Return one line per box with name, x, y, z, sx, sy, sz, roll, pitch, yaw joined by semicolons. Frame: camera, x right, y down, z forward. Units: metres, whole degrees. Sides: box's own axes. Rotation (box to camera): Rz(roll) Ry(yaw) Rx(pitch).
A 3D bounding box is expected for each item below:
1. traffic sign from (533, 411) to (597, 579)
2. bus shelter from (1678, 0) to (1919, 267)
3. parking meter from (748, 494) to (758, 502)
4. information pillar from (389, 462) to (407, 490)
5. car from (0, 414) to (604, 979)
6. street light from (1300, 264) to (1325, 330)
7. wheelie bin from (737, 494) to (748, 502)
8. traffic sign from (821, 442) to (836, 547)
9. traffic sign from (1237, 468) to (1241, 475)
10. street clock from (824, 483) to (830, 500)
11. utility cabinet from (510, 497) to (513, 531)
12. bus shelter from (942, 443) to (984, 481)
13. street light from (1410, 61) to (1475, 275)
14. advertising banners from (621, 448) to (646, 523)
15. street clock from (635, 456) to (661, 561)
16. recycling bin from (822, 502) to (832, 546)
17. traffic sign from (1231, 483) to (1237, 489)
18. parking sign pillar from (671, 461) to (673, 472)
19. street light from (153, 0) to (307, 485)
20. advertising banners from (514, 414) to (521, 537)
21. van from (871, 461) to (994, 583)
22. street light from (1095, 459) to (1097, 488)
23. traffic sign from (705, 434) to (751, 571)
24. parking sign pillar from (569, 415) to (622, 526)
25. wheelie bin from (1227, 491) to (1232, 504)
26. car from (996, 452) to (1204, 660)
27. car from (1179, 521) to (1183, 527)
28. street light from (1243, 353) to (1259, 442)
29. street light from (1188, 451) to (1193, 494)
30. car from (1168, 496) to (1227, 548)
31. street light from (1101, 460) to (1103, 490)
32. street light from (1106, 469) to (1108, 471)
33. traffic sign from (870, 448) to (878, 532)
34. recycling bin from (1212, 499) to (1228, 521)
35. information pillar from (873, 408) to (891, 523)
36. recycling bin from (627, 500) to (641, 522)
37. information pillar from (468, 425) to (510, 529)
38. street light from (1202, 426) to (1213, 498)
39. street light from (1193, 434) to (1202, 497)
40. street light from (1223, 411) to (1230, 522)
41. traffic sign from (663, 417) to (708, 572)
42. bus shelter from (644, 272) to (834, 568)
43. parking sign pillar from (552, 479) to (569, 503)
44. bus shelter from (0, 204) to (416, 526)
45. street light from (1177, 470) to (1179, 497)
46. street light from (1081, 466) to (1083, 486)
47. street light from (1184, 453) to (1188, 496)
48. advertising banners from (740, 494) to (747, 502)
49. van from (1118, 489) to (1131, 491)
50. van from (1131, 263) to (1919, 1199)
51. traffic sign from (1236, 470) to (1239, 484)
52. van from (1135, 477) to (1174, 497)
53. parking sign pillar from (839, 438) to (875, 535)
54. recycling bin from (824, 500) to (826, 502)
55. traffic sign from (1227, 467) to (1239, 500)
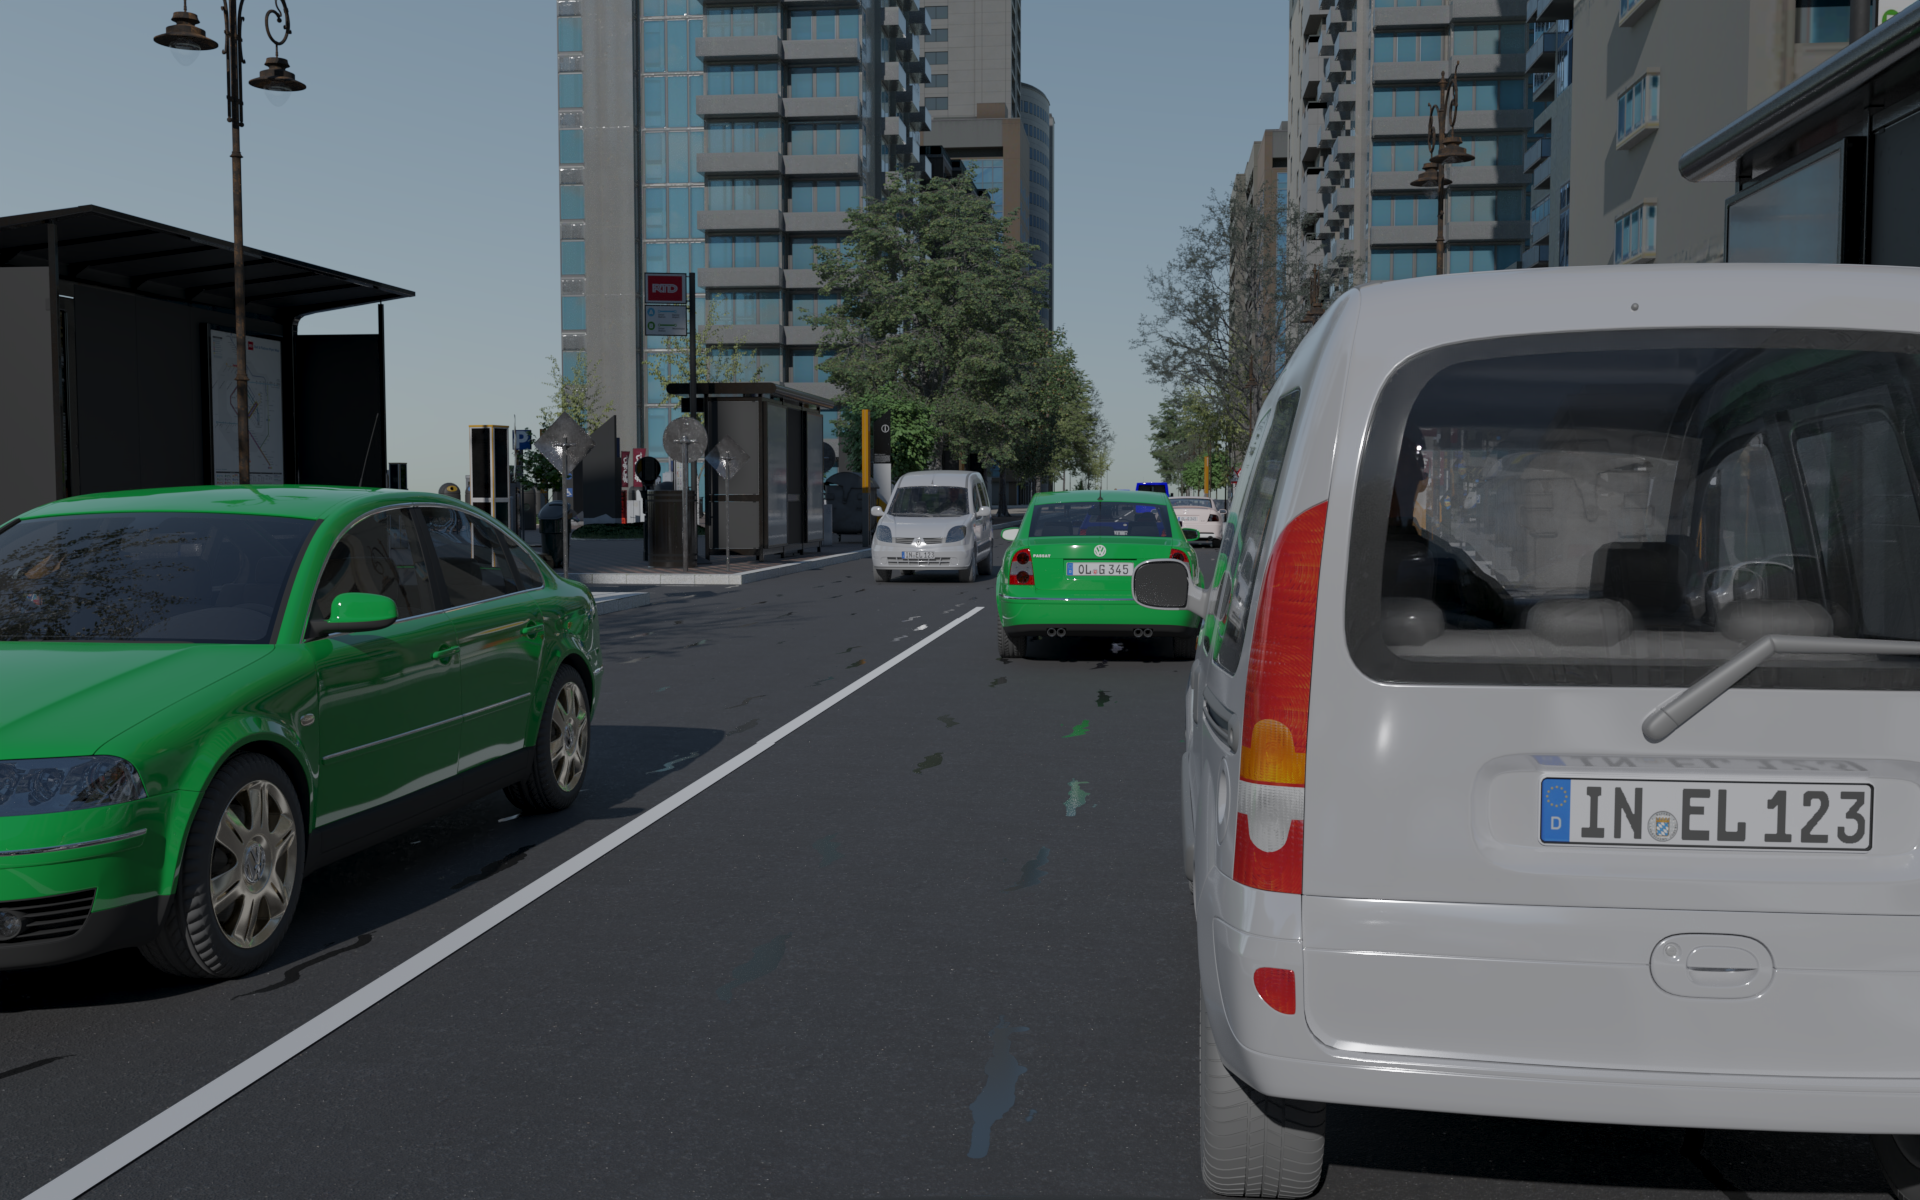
traffic sign;-4.803;-1.066;21.076;0.795;2.450;0.064;0;4;7
bus shelter;5.232;-1.906;8.797;2.179;5.291;8.768;0;4;7
parking meter;-7.137;-3.143;59.794;0.372;1.533;0.369;0;3;0
information pillar;-13.081;-2.194;40.356;0.304;2.012;0.304;1;4;18
car;-2.800;0.134;6.601;1.959;1.807;4.718;0;4;7
street light;7.122;-3.800;34.925;0.468;5.910;1.993;0;4;7
wheelie bin;-13.216;-5.983;105.731;0.693;1.594;0.980;-3;5;-42
traffic sign;-3.385;-2.555;41.883;0.768;2.556;0.104;1;4;10
traffic sign;14.026;-5.300;86.660;0.884;2.594;0.081;1;4;14
street clock;-8.131;-6.151;105.133;0.471;2.002;0.358;0;4;-1
utility cabinet;-10.792;-1.809;40.731;0.306;1.237;1.020;-2;4;-31
bus shelter;0.246;-5.195;76.223;1.731;3.624;6.357;0;4;7
street light;5.274;-2.832;19.091;0.468;5.910;1.993;0;4;7
advertising banners;-12.946;-4.265;65.926;2.074;3.025;0.090;0;4;4
street clock;-5.994;-1.757;33.296;0.471;2.002;0.358;-1;4;-20
recycling bin;-3.637;-1.843;42.694;0.722;1.027;0.722;3;4;37
traffic sign;15.451;-5.934;97.127;0.768;2.556;0.104;0;4;7
parking sign pillar;-16.470;-6.818;99.950;1.447;3.967;1.447;-1;4;-14
street light;-5.975;-2.543;14.371;0.468;5.910;1.993;0;4;7
advertising banners;-9.994;-2.621;39.045;0.090;3.025;2.074;-1;4;-12
van;-0.413;-1.369;29.391;2.013;2.044;4.112;0;4;7
street light;16.488;-14.568;210.975;0.468;5.910;1.993;0;4;7
traffic sign;-3.892;-1.551;29.009;0.795;2.450;0.064;0;4;7
parking sign pillar;-12.279;-4.339;59.415;1.447;3.967;1.447;1;4;22
wheelie bin;15.917;-5.689;100.928;0.693;1.594;0.980;0;4;3
car;1.328;-0.467;16.427;1.959;1.807;4.718;0;4;5
car;2.903;-1.076;30.173;1.945;1.354;3.894;0;4;6
street light;9.562;-5.153;57.038;0.468;5.910;1.993;0;4;7
street light;21.008;-11.175;155.497;0.468;5.910;1.993;0;4;7
car;6.272;-2.152;47.550;2.083;1.381;4.827;0;4;8
street light;19.054;-15.920;233.074;0.468;5.910;1.993;0;4;7
street light;21.690;-17.277;255.270;0.468;5.910;1.993;0;4;7
traffic sign;-2.324;-2.924;47.915;0.768;2.556;0.104;1;4;12
recycling bin;12.251;-4.215;81.477;0.722;1.027;0.722;2;4;32
information pillar;-2.110;-3.424;47.330;0.504;3.616;0.183;0;4;-1
recycling bin;-12.946;-3.398;68.115;0.722;1.027;0.722;-1;4;-13
information pillar;-5.022;-0.858;18.528;0.304;2.012;0.304;1;4;20
street light;15.684;-8.349;109.299;0.468;5.910;1.993;0;4;7
street light;18.282;-9.761;132.386;0.468;5.910;1.993;0;4;7
street light;12.152;-6.504;79.134;0.468;5.910;1.993;0;4;7
traffic sign;-4.533;-1.739;28.536;0.768;2.556;0.104;0;4;8
bus shelter;-4.337;-3.448;34.014;2.179;5.291;8.768;0;4;6
parking sign pillar;-15.520;-4.970;69.724;1.447;3.967;1.447;1;4;10
bus shelter;-7.532;-1.589;17.267;1.731;3.624;6.357;0;4;7
street light;30.378;-16.210;237.828;0.468;5.910;1.993;0;4;7
street light;12.157;-12.209;172.404;0.468;5.910;1.993;0;4;7
street light;23.580;-12.561;178.153;0.468;5.910;1.993;0;4;7
advertising banners;-10.010;-5.330;83.332;0.090;3.025;2.074;-3;4;-39
van;21.039;-13.346;222.584;2.240;2.365;5.245;0;4;8
van;1.473;0.135;4.808;2.013;2.044;4.112;0;4;7
traffic sign;14.998;-5.680;92.979;0.768;2.556;0.104;0;4;8
van;10.266;-5.385;92.424;2.240;2.365;5.245;0;4;7
parking sign pillar;-3.188;-4.081;55.194;1.447;3.967;1.447;1;4;12
recycling bin;-5.862;-3.719;73.359;0.722;1.027;0.722;0;4;-6
traffic sign;12.721;-4.941;80.790;0.884;2.594;0.081;1;4;9
